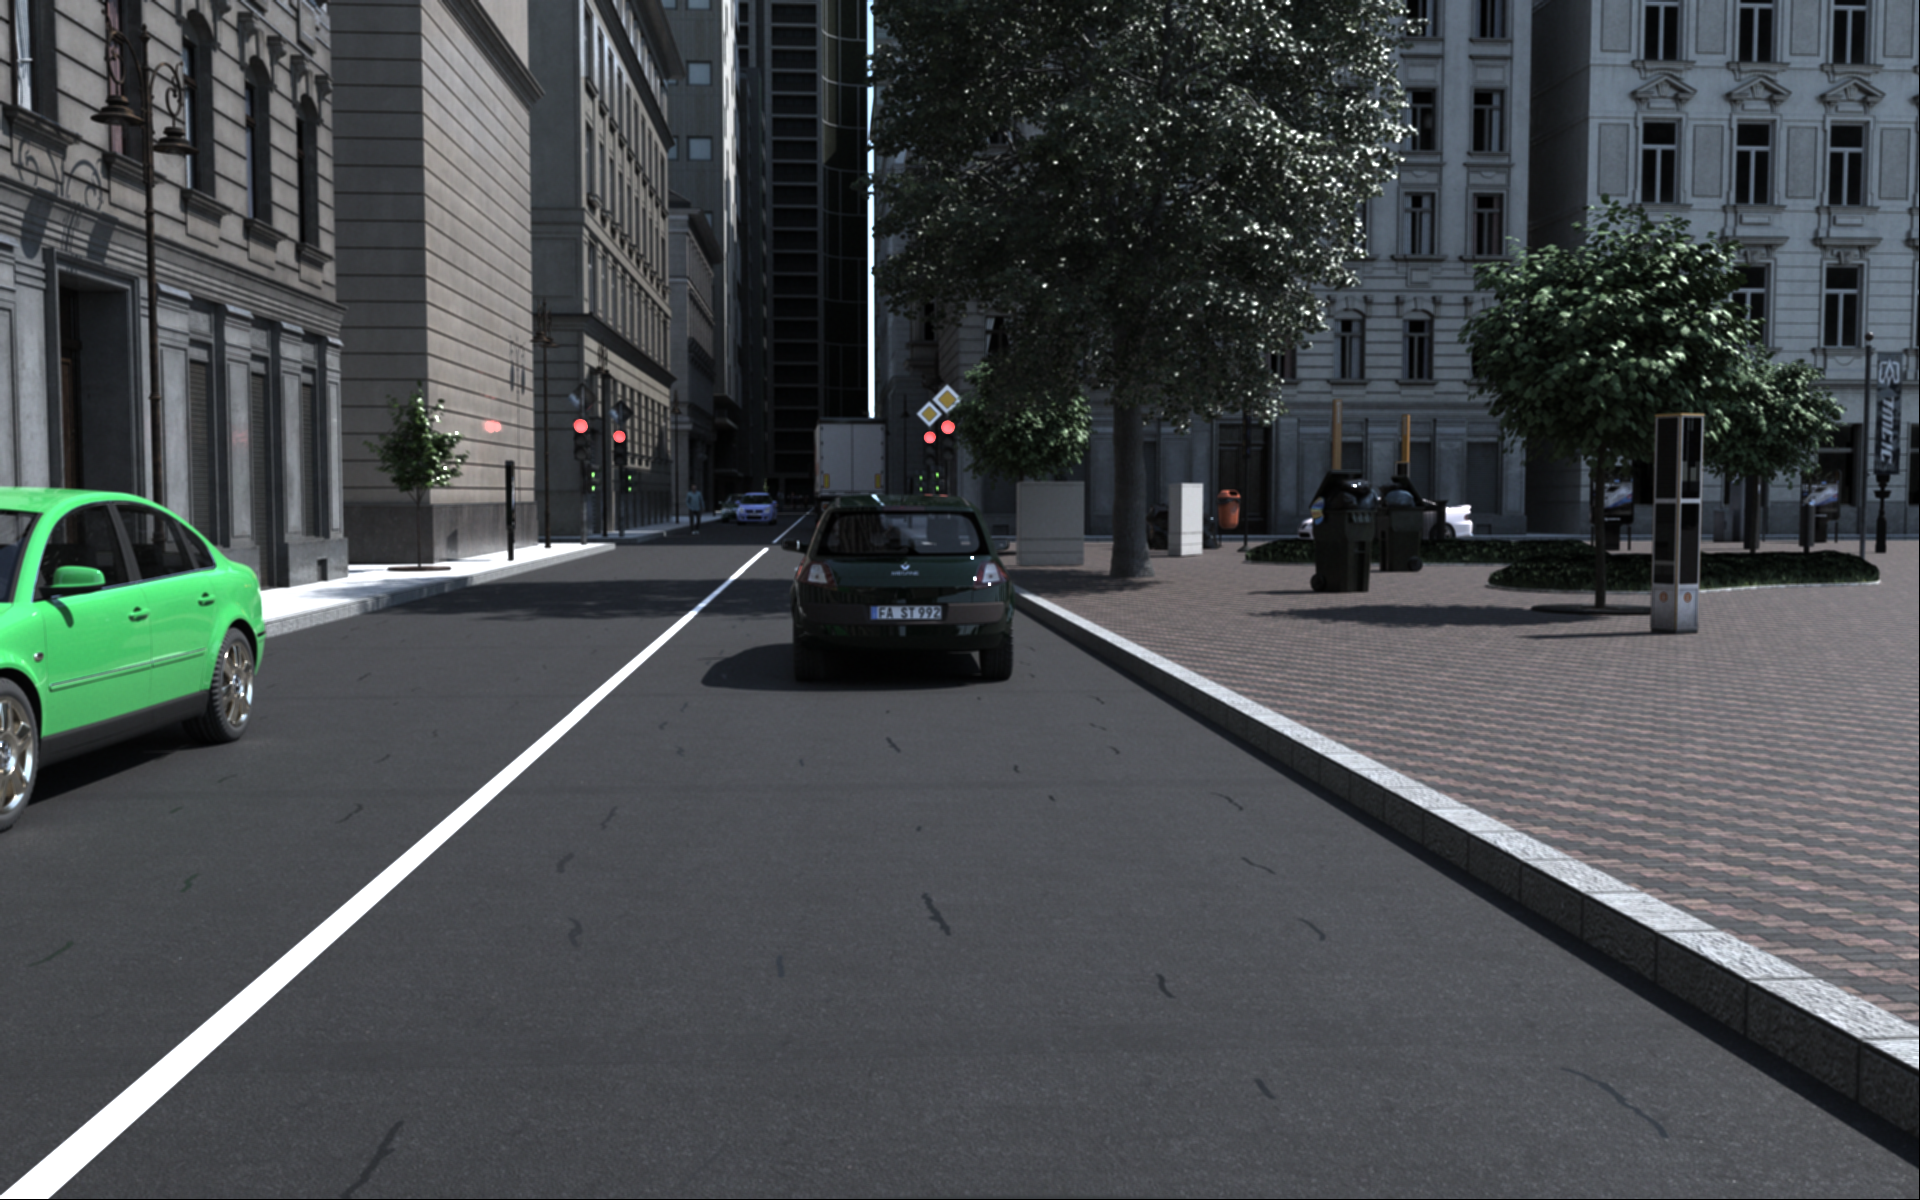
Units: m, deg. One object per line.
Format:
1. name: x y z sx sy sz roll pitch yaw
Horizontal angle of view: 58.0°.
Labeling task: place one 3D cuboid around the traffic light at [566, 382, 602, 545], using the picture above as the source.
1. traffic light: -9.478 -3.345 43.618 0.839 4.253 0.868 0 4 -4

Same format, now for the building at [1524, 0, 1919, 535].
1. building: 40.047 -17.490 62.383 44.131 29.872 17.030 0 4 -4

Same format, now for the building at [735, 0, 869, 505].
1. building: -21.834 -47.709 218.286 20.611 71.187 20.563 0 4 -4

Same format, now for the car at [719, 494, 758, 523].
1. car: -11.009 -4.600 87.013 2.131 1.459 4.920 0 4 -5

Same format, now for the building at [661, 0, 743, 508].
1. building: -31.585 -33.583 138.318 28.713 52.752 27.495 0 4 -4

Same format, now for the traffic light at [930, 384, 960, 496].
1. traffic light: -0.344 -3.388 44.319 0.839 4.253 0.868 0 4 -4

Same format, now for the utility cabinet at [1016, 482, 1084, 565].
1. utility cabinet: 1.606 -1.359 30.895 1.173 1.500 0.318 -1 4 -12

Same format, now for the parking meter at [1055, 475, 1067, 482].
1. parking meter: 3.028 -2.827 51.932 0.255 1.863 0.399 2 4 28

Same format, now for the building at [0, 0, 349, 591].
1. building: -13.383 -10.248 16.700 9.793 20.994 18.267 0 4 -4

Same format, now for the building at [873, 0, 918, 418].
1. building: -0.075 -27.996 141.326 14.154 41.232 14.086 0 4 -4

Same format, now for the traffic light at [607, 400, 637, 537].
1. traffic light: -10.078 -3.832 51.581 0.839 4.253 0.868 0 4 -4

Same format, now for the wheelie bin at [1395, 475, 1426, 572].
1. wheelie bin: 7.318 -1.279 28.827 0.693 1.594 0.980 0 4 -7

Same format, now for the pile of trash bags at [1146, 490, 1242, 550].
1. pile of trash bags: 5.367 -1.912 41.015 3.447 1.369 1.912 -3 4 -38

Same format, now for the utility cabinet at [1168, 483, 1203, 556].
1. utility cabinet: 4.656 -1.660 35.817 0.318 1.500 1.173 2 4 30

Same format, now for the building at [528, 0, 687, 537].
1. building: -19.596 -14.194 65.364 16.112 22.955 30.059 0 4 -4

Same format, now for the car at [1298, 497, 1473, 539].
1. car: 11.865 -2.206 48.429 4.827 1.381 2.083 0 4 -6

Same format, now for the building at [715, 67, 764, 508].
1. building: -25.639 -29.182 160.715 14.154 41.232 14.086 0 4 -4

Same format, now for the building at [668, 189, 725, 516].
1. building: -20.173 -15.294 100.970 10.553 20.767 40.483 0 4 -4

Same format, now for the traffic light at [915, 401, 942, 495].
1. traffic light: -0.943 -3.875 52.282 0.839 4.253 0.868 0 4 -4

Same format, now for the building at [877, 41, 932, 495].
1. building: 0.626 -20.488 112.469 11.434 29.767 29.804 0 4 -4

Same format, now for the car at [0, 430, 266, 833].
1. car: -4.979 0.012 8.608 1.959 1.807 4.718 0 4 -3

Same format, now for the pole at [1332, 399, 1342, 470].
1. pole: 8.119 -2.661 37.350 0.158 3.312 0.155 0 3 0

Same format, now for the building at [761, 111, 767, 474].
1. building: -36.688 -34.826 189.021 30.456 49.044 23.786 0 4 -4

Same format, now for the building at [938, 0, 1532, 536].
1. building: 8.414 -12.735 57.376 18.267 20.994 9.793 0 4 -4

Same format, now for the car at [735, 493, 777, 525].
1. car: -9.448 -4.347 80.658 1.945 1.707 3.694 0 4 -3

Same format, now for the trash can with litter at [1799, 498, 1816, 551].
1. trash can with litter: 15.527 -1.248 31.457 1.678 1.210 2.233 2 4 29

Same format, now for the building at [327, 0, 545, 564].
1. building: -22.146 -14.584 35.719 25.104 27.353 12.463 0 4 -4

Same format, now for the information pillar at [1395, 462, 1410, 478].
1. information pillar: 10.050 -2.134 39.389 0.304 2.012 0.304 1 4 17

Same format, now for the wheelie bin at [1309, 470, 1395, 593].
1. wheelie bin: 5.077 -0.910 22.785 0.980 1.594 0.693 -2 4 -35

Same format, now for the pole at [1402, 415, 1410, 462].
1. pole: 11.455 -3.102 44.567 0.158 3.312 0.155 0 3 0

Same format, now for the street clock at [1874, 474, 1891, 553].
1. street clock: 20.133 -2.033 37.815 0.358 2.002 0.471 1 4 22

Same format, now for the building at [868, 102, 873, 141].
1. building: 2.221 -38.925 225.669 27.495 52.752 28.713 0 4 -4

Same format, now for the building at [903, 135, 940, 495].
1. building: 4.633 -15.997 80.630 14.460 24.649 34.723 0 4 -4

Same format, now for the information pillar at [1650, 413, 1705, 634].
1. information pillar: 6.604 -0.701 15.954 0.304 2.012 0.304 -2 4 -25

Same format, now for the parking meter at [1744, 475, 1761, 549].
1. parking meter: 18.458 -2.117 40.329 0.255 1.863 0.399 3 5 42

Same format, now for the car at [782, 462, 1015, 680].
1. car: -0.531 -0.304 14.752 2.009 1.686 4.222 0 4 -4
